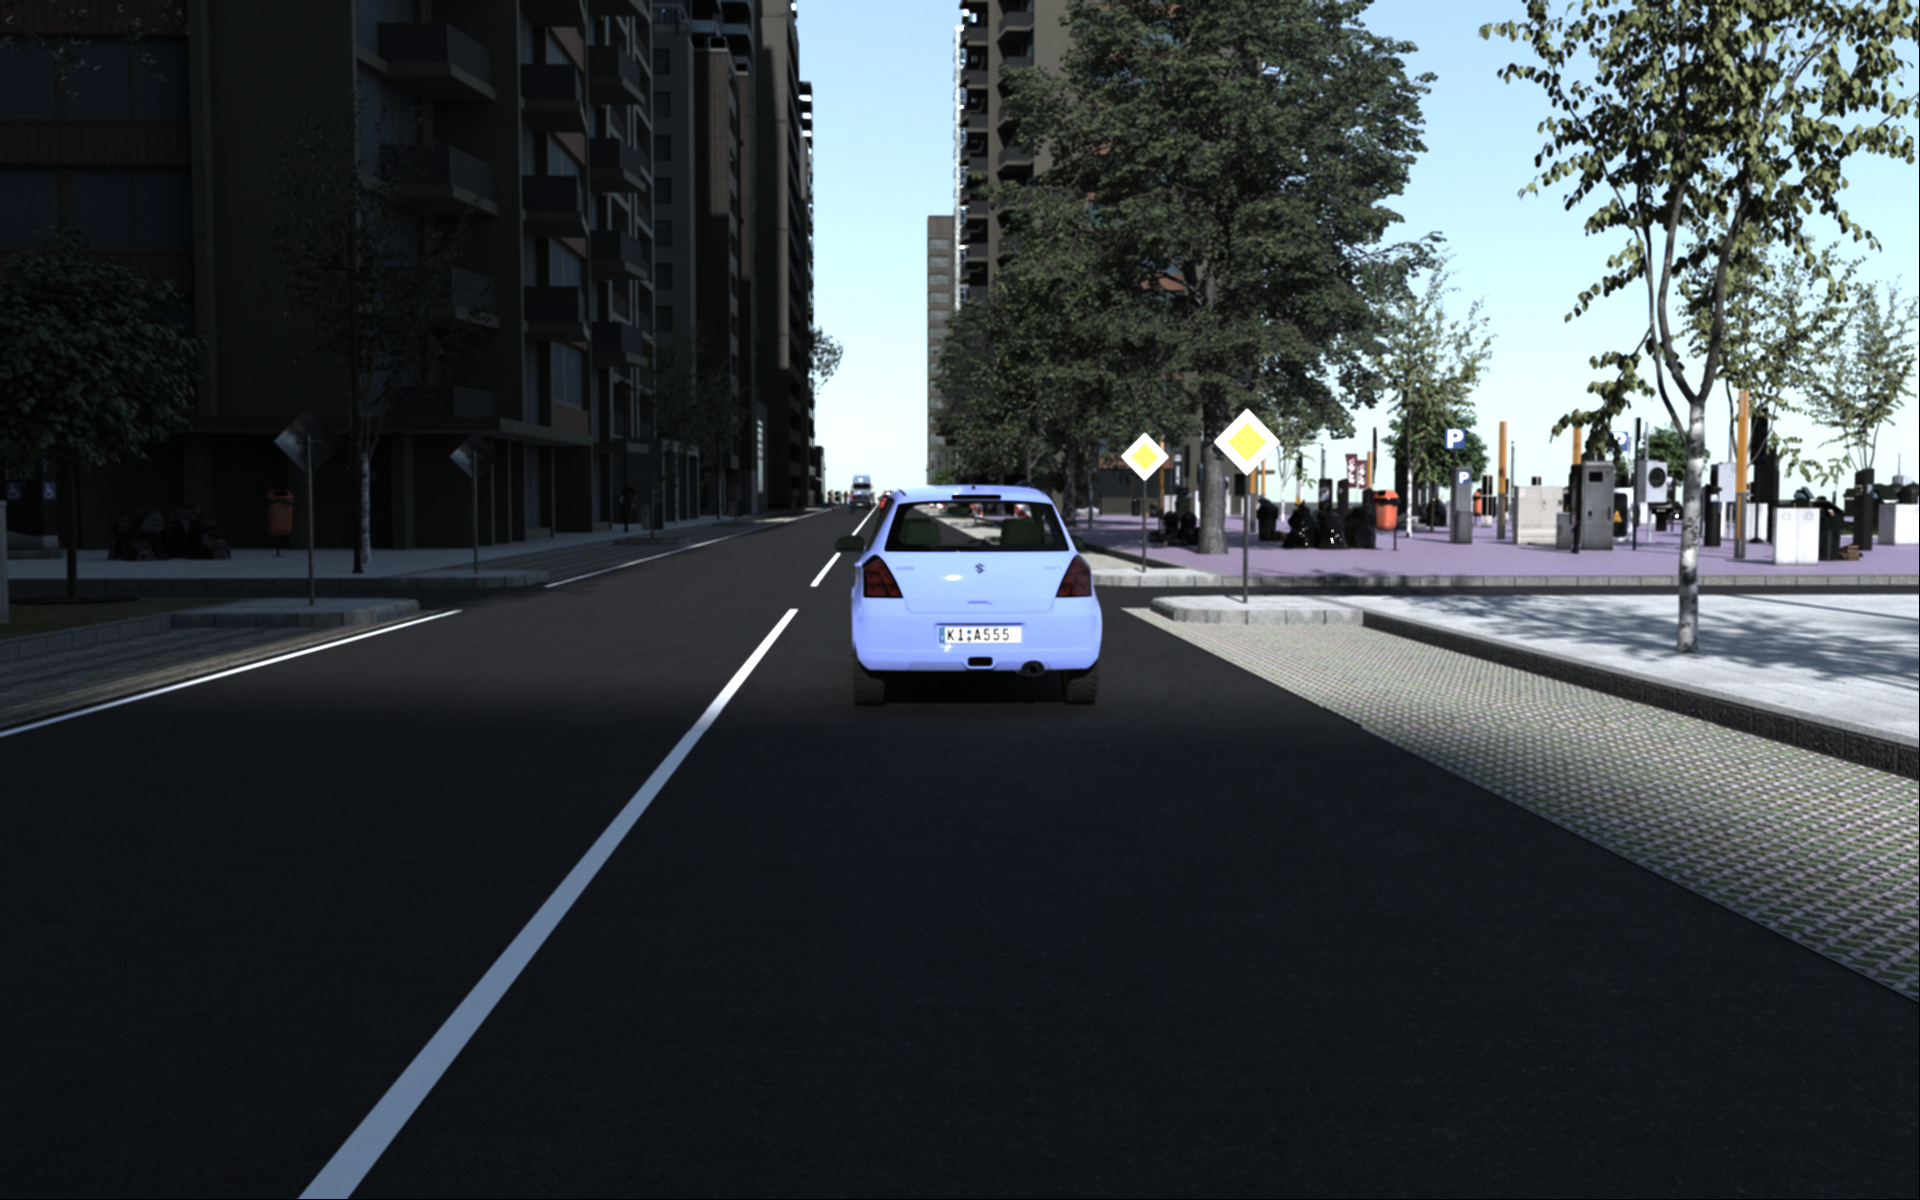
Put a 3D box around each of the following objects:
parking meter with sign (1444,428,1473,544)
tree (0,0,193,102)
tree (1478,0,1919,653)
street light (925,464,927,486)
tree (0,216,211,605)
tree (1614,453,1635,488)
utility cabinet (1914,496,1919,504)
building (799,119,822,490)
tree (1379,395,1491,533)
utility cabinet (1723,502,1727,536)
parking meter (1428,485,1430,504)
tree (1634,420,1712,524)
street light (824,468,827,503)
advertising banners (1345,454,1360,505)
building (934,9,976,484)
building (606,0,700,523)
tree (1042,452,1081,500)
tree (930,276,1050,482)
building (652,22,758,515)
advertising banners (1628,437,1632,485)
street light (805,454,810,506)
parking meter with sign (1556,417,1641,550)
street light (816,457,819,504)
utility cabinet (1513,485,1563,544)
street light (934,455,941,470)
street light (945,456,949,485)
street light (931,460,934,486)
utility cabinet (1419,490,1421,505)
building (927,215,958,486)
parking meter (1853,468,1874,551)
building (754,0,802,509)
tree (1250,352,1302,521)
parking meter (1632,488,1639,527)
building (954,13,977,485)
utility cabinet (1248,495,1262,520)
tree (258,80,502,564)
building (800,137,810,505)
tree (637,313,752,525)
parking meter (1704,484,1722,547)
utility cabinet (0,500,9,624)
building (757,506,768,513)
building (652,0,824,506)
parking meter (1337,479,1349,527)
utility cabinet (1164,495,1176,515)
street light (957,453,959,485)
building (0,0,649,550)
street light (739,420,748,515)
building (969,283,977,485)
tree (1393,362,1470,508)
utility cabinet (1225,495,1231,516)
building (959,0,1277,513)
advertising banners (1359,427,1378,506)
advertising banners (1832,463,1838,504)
[{"bbox_3d":[13.067,-2.996,45.238,0.543,3.016,1.738,0,4,5],"label":"parking meter with sign"},{"bbox_3d":[-10.249,-6.147,10.878,12.009,13.543,11.850,0,3,0],"label":"tree"},{"bbox_3d":[6.093,-3.889,13.951,4.737,8.622,4.395,0,3,0],"label":"tree"},{"bbox_3d":[-5.060,-17.724,262.577,0.468,5.910,1.993,0,4,-2],"label":"street light"},{"bbox_3d":[-10.712,-2.255,20.585,4.285,4.588,4.351,0,3,0],"label":"tree"},{"bbox_3d":[30.290,-5.193,79.511,1.663,3.219,1.824,0,3,0],"label":"tree"},{"bbox_3d":[33.917,-3.068,61.325,0.306,1.237,1.020,2,4,30],"label":"utility cabinet"},{"bbox_3d":[-29.471,-36.371,214.277,23.786,49.044,30.456,0,4,-2],"label":"building"},{"bbox_3d":[15.623,-4.513,57.502,4.285,4.588,4.351,0,3,0],"label":"tree"},{"bbox_3d":[22.986,-2.568,53.142,0.306,1.237,1.020,-2,4,-30],"label":"utility cabinet"},{"bbox_3d":[27.017,-5.710,99.072,0.399,1.863,0.255,-1,4,-16],"label":"parking meter"},{"bbox_3d":[30.748,-5.578,74.918,4.285,4.588,4.351,0,3,0],"label":"tree"},{"bbox_3d":[-19.352,-16.862,248.488,0.468,5.910,1.993,0,4,-2],"label":"street light"},{"bbox_3d":[17.713,-4.821,75.009,2.074,3.025,0.090,1,4,9],"label":"advertising banners"},{"bbox_3d":[8.051,-56.235,232.113,22.319,86.520,31.000,0,4,-2],"label":"building"},{"bbox_3d":[-23.630,-39.464,83.492,20.563,71.187,20.611,0,4,-2],"label":"building"},{"bbox_3d":[4.706,-5.080,77.659,1.663,3.219,1.824,0,3,0],"label":"tree"},{"bbox_3d":[3.597,-10.880,88.265,12.009,13.543,11.850,0,3,0],"label":"tree"},{"bbox_3d":[-20.551,-20.694,110.050,14.160,30.474,14.107,0,4,-2],"label":"building"},{"bbox_3d":[20.049,-3.426,52.207,0.090,3.025,2.074,2,4,30],"label":"advertising banners"},{"bbox_3d":[-16.542,-13.129,187.454,0.468,5.910,1.993,0,4,-2],"label":"street light"},{"bbox_3d":[14.597,-2.655,39.664,1.738,3.016,0.543,1,4,15],"label":"parking meter with sign"},{"bbox_3d":[-17.924,-14.991,217.893,0.468,5.910,1.993,0,4,-2],"label":"street light"},{"bbox_3d":[14.597,-2.144,43.732,1.173,1.500,0.318,0,4,-6],"label":"utility cabinet"},{"bbox_3d":[-2.419,-14.016,201.952,0.468,5.910,1.993,0,4,-2],"label":"street light"},{"bbox_3d":[-1.362,-12.632,179.313,0.468,5.910,1.993,0,4,-2],"label":"street light"},{"bbox_3d":[-3.653,-15.846,231.875,0.468,5.910,1.993,0,4,-2],"label":"street light"},{"bbox_3d":[22.418,-4.754,86.411,0.318,1.500,1.173,-3,4,-38],"label":"utility cabinet"},{"bbox_3d":[2.153,-34.995,255.766,14.154,41.232,14.086,0,4,-2],"label":"building"},{"bbox_3d":[20.534,-2.058,39.365,0.399,1.863,0.255,-2,4,-29],"label":"parking meter"},{"bbox_3d":[-25.838,-32.719,158.653,21.300,48.544,21.600,0,4,-2],"label":"building"},{"bbox_3d":[15.443,-8.041,81.830,4.737,8.622,4.395,0,3,0],"label":"tree"},{"bbox_3d":[26.315,-3.621,67.606,0.372,1.533,0.369,0,3,0],"label":"parking meter"},{"bbox_3d":[10.033,-44.628,167.915,20.563,71.187,20.611,0,4,-2],"label":"building"},{"bbox_3d":[14.654,-4.619,86.676,1.020,1.237,0.306,-2,4,-35],"label":"utility cabinet"},{"bbox_3d":[-10.818,-4.990,31.957,4.360,8.622,3.978,0,3,0],"label":"tree"},{"bbox_3d":[-24.158,-31.125,192.492,14.154,41.232,14.086,0,4,-2],"label":"building"},{"bbox_3d":[-11.563,-7.417,71.624,4.737,8.622,4.395,0,3,0],"label":"tree"},{"bbox_3d":[18.412,-2.076,42.347,0.372,1.533,0.369,0,3,0],"label":"parking meter"},{"bbox_3d":[-9.842,-0.382,17.410,0.306,1.237,1.020,-3,5,-39],"label":"utility cabinet"},{"bbox_3d":[-25.711,-50.064,131.224,22.319,86.520,31.000,0,4,-2],"label":"building"},{"bbox_3d":[-30.315,-56.950,243.796,22.319,86.520,31.000,0,4,-2],"label":"building"},{"bbox_3d":[14.540,-3.675,65.790,0.255,1.863,0.399,-2,4,-33],"label":"parking meter"},{"bbox_3d":[11.942,-5.383,99.167,1.020,1.237,0.306,2,4,35],"label":"utility cabinet"},{"bbox_3d":[-0.112,-10.793,149.245,0.468,5.910,1.993,0,4,-2],"label":"street light"},{"bbox_3d":[-21.643,-24.284,51.675,22.147,44.769,28.867,0,4,-2],"label":"building"},{"bbox_3d":[-13.028,-8.049,104.383,0.468,5.910,1.993,0,4,-2],"label":"street light"},{"bbox_3d":[7.669,-23.232,151.550,14.160,30.474,14.107,0,4,-2],"label":"building"},{"bbox_3d":[25.515,-8.844,94.959,4.360,8.622,3.978,0,3,0],"label":"tree"},{"bbox_3d":[15.556,-5.602,102.761,1.020,1.237,0.306,-2,4,-24],"label":"utility cabinet"},{"bbox_3d":[11.229,-29.063,129.798,22.147,44.769,28.867,0,4,-2],"label":"building"},{"bbox_3d":[10.898,-3.051,46.077,0.090,3.025,2.074,0,4,6],"label":"advertising banners"},{"bbox_3d":[47.244,-5.952,93.505,0.090,3.025,2.074,1,4,21],"label":"advertising banners"}]
